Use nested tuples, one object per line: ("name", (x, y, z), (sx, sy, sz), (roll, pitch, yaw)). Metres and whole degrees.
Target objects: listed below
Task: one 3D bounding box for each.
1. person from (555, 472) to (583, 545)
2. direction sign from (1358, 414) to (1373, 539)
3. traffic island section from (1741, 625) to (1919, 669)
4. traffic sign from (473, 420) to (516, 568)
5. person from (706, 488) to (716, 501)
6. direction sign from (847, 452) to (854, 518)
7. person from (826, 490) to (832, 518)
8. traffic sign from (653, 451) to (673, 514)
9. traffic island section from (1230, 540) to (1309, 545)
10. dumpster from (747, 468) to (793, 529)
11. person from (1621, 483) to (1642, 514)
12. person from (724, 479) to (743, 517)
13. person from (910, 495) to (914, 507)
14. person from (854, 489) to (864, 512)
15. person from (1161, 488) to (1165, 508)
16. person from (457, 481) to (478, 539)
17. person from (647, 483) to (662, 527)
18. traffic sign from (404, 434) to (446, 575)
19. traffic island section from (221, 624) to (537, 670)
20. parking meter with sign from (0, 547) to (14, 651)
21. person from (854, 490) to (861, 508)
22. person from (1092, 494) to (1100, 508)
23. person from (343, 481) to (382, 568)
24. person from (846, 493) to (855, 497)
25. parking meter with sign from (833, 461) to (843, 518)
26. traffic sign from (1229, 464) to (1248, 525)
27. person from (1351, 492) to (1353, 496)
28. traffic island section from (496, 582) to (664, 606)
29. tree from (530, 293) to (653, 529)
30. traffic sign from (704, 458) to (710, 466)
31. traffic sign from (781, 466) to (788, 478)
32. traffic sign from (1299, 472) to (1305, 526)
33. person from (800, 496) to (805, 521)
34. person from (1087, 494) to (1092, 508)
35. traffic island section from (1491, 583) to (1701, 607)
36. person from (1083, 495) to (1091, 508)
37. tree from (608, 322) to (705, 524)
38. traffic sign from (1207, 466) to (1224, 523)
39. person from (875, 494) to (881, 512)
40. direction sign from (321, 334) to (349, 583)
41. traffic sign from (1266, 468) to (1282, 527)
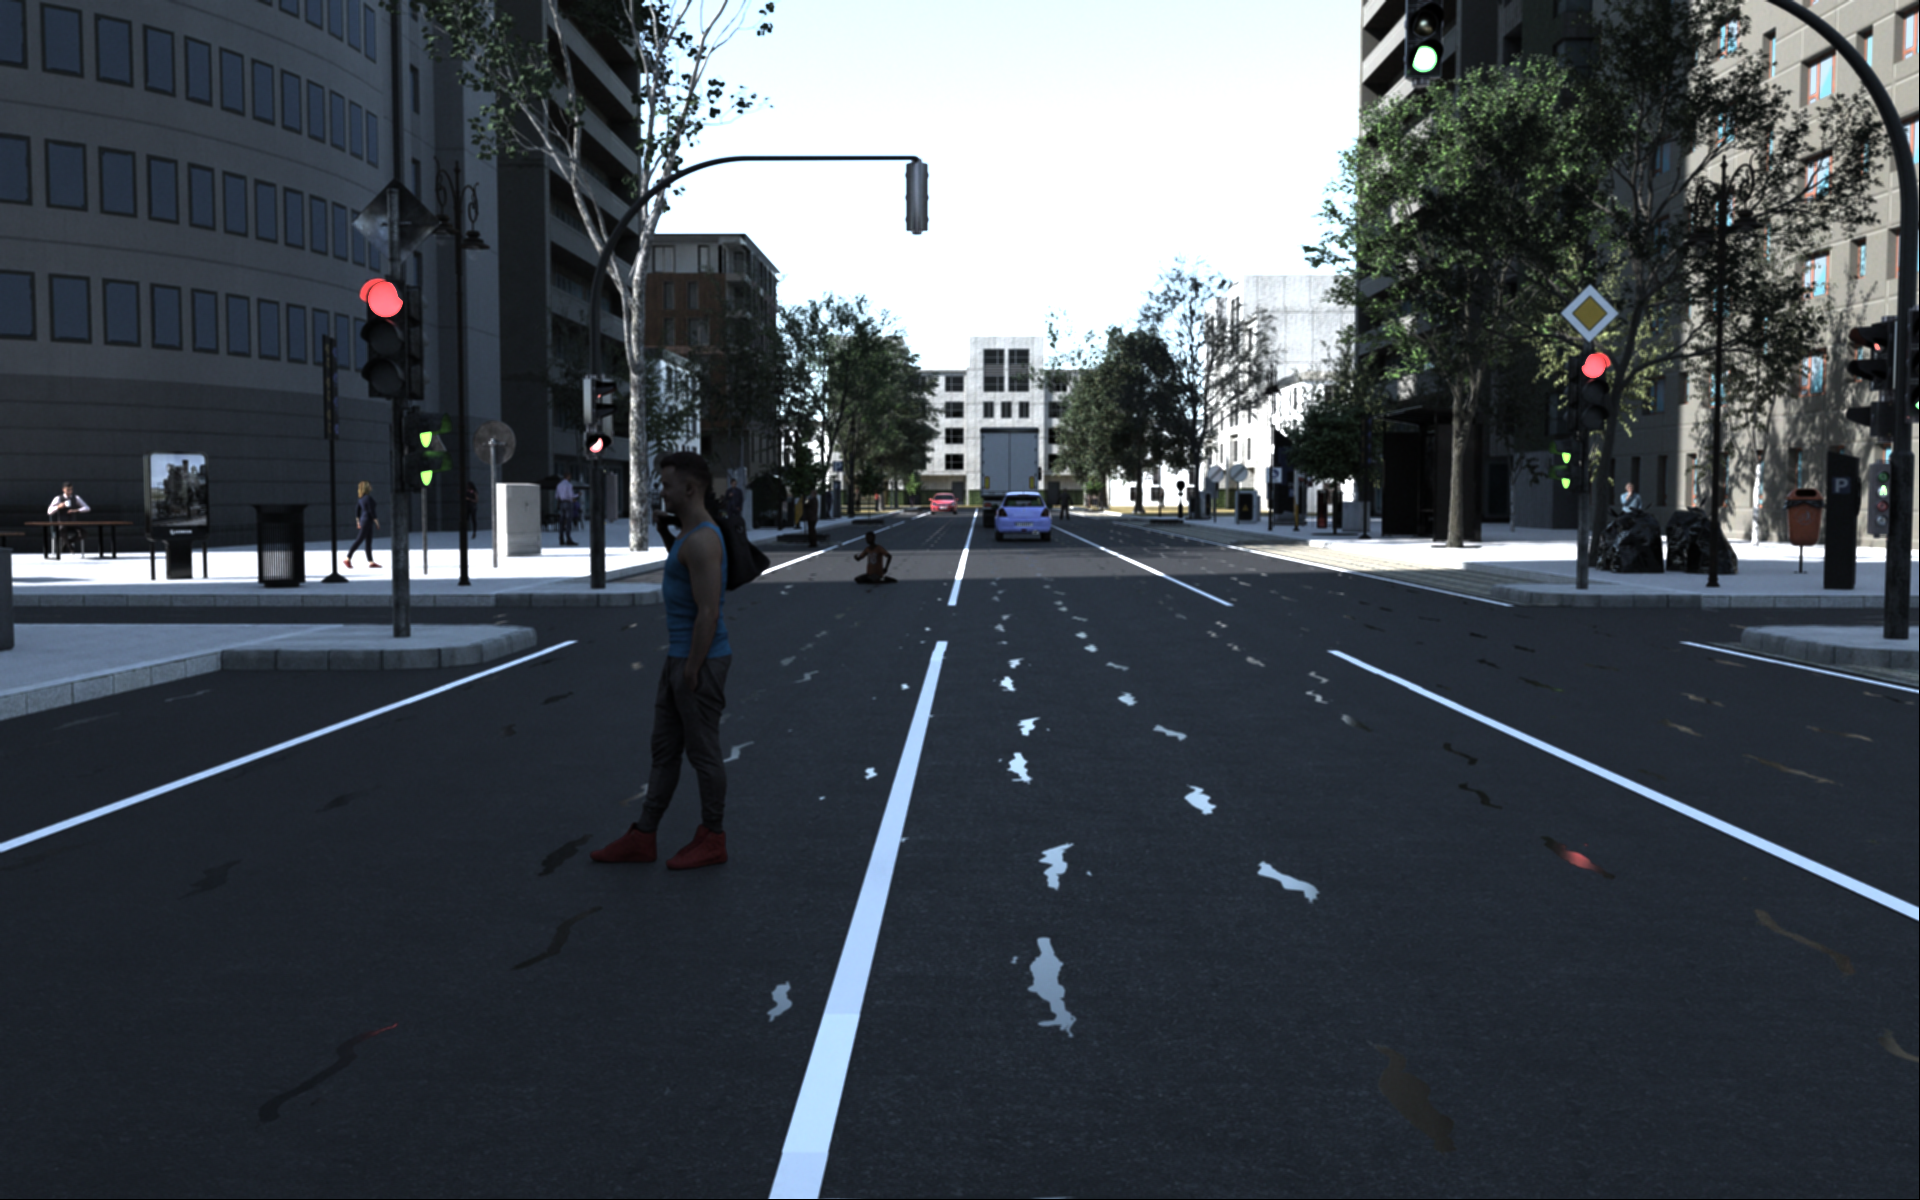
("person", (-9.746, -2.288, 43.316), (0.709, 1.838, 0.599), (3, 4, 37))
("direction sign", (11.580, -3.513, 49.436), (0.379, 3.537, 0.876), (0, 4, -7))
("traffic island section", (8.326, 0.421, 15.402), (2.009, 0.180, 2.903), (0, 4, 1))
("traffic sign", (-8.069, -1.828, 29.995), (0.768, 2.556, 0.104), (0, 4, 6))
("person", (-11.882, -4.608, 83.247), (0.647, 1.594, 0.662), (2, 4, 34))
("direction sign", (-5.904, -6.213, 93.573), (0.379, 3.537, 0.876), (-1, 4, -12))
("person", (-6.887, -5.149, 91.148), (0.530, 1.710, 0.541), (2, 4, 30))
("traffic sign", (-8.621, -3.100, 50.793), (0.768, 2.556, 0.104), (0, 4, 7))
("traffic island section", (8.728, -1.611, 49.206), (1.991, 0.108, 1.994), (0, 4, 1))
("dumpster", (-7.066, -3.780, 64.301), (1.502, 2.255, 1.985), (0, 4, 1))
("person", (15.906, -2.003, 41.002), (0.499, 1.552, 0.429), (3, 4, 37))
("person", (-6.374, -2.559, 48.794), (0.541, 1.710, 0.530), (1, 4, 16))
("person", (-4.855, -10.217, 174.014), (0.541, 1.710, 0.530), (-3, 5, -39))
("person", (-7.279, -7.148, 123.044), (1.348, 1.807, 0.705), (3, 4, 36))
("person", (19.146, -9.652, 163.860), (0.705, 1.822, 1.348), (1, 4, 23))
("person", (-14.128, -2.582, 49.729), (0.593, 1.643, 0.415), (-1, 4, -10))
("person", (-11.986, -3.766, 68.337), (0.841, 1.734, 0.376), (1, 4, 14))
("traffic sign", (-8.498, -1.680, 27.471), (0.884, 2.594, 0.081), (0, 4, 7))
("traffic island section", (-5.035, 0.411, 15.568), (2.009, 0.180, 2.903), (0, 4, 1))
("parking meter with sign", (-8.684, -1.090, 14.079), (1.738, 3.016, 0.543), (0, 4, -2))
("person", (-9.528, -9.373, 159.826), (0.617, 1.759, 0.750), (2, 4, 30))
("person", (12.407, -9.262, 158.011), (0.617, 1.759, 0.750), (2, 4, 27))
("person", (-10.368, -1.312, 30.041), (0.480, 1.512, 0.613), (3, 5, 40))
("person", (-10.504, -9.758, 166.316), (1.217, 1.736, 0.721), (2, 4, 33))
("parking meter with sign", (-6.580, -5.909, 92.867), (0.543, 3.016, 1.738), (0, 4, -7))
("traffic sign", (11.726, -4.454, 72.936), (0.768, 2.556, 0.104), (0, 4, 8))
("person", (22.827, -5.653, 99.942), (0.593, 1.643, 0.415), (-2, 4, -33))
("traffic island section", (-4.938, -0.078, 23.553), (2.009, 0.180, 2.903), (0, 4, 1))
("tree", (-13.776, -6.947, 63.952), (4.360, 8.622, 3.978), (0, 3, 0))
("traffic sign", (-8.588, -3.467, 56.798), (0.768, 2.556, 0.104), (0, 4, 5))
("traffic sign", (-7.784, -4.713, 77.161), (0.768, 2.556, 0.104), (0, 4, 8))
("traffic sign", (13.588, -4.184, 68.518), (0.768, 2.556, 0.104), (0, 4, 3))
("person", (-7.593, -4.539, 81.061), (0.742, 1.727, 0.445), (0, 4, 3))
("person", (12.071, -9.460, 161.262), (0.434, 1.755, 0.990), (0, 4, -3))
("traffic island section", (8.423, -0.068, 23.386), (2.009, 0.180, 2.903), (0, 4, 1))
("person", (12.104, -9.537, 162.759), (1.217, 1.735, 0.721), (2, 4, 34))
("tree", (-12.885, -7.497, 72.943), (4.737, 8.622, 4.395), (0, 3, 0))
("traffic sign", (11.430, -4.736, 77.532), (0.768, 2.556, 0.104), (0, 4, 6))
("person", (-5.971, -7.300, 125.338), (0.705, 1.831, 1.348), (-1, 4, -17))
("direction sign", (-9.084, -2.022, 25.065), (0.379, 3.537, 0.876), (-1, 4, -9))
("traffic sign", (12.022, -3.930, 66.383), (0.606, 2.300, 0.079), (0, 4, 5))
